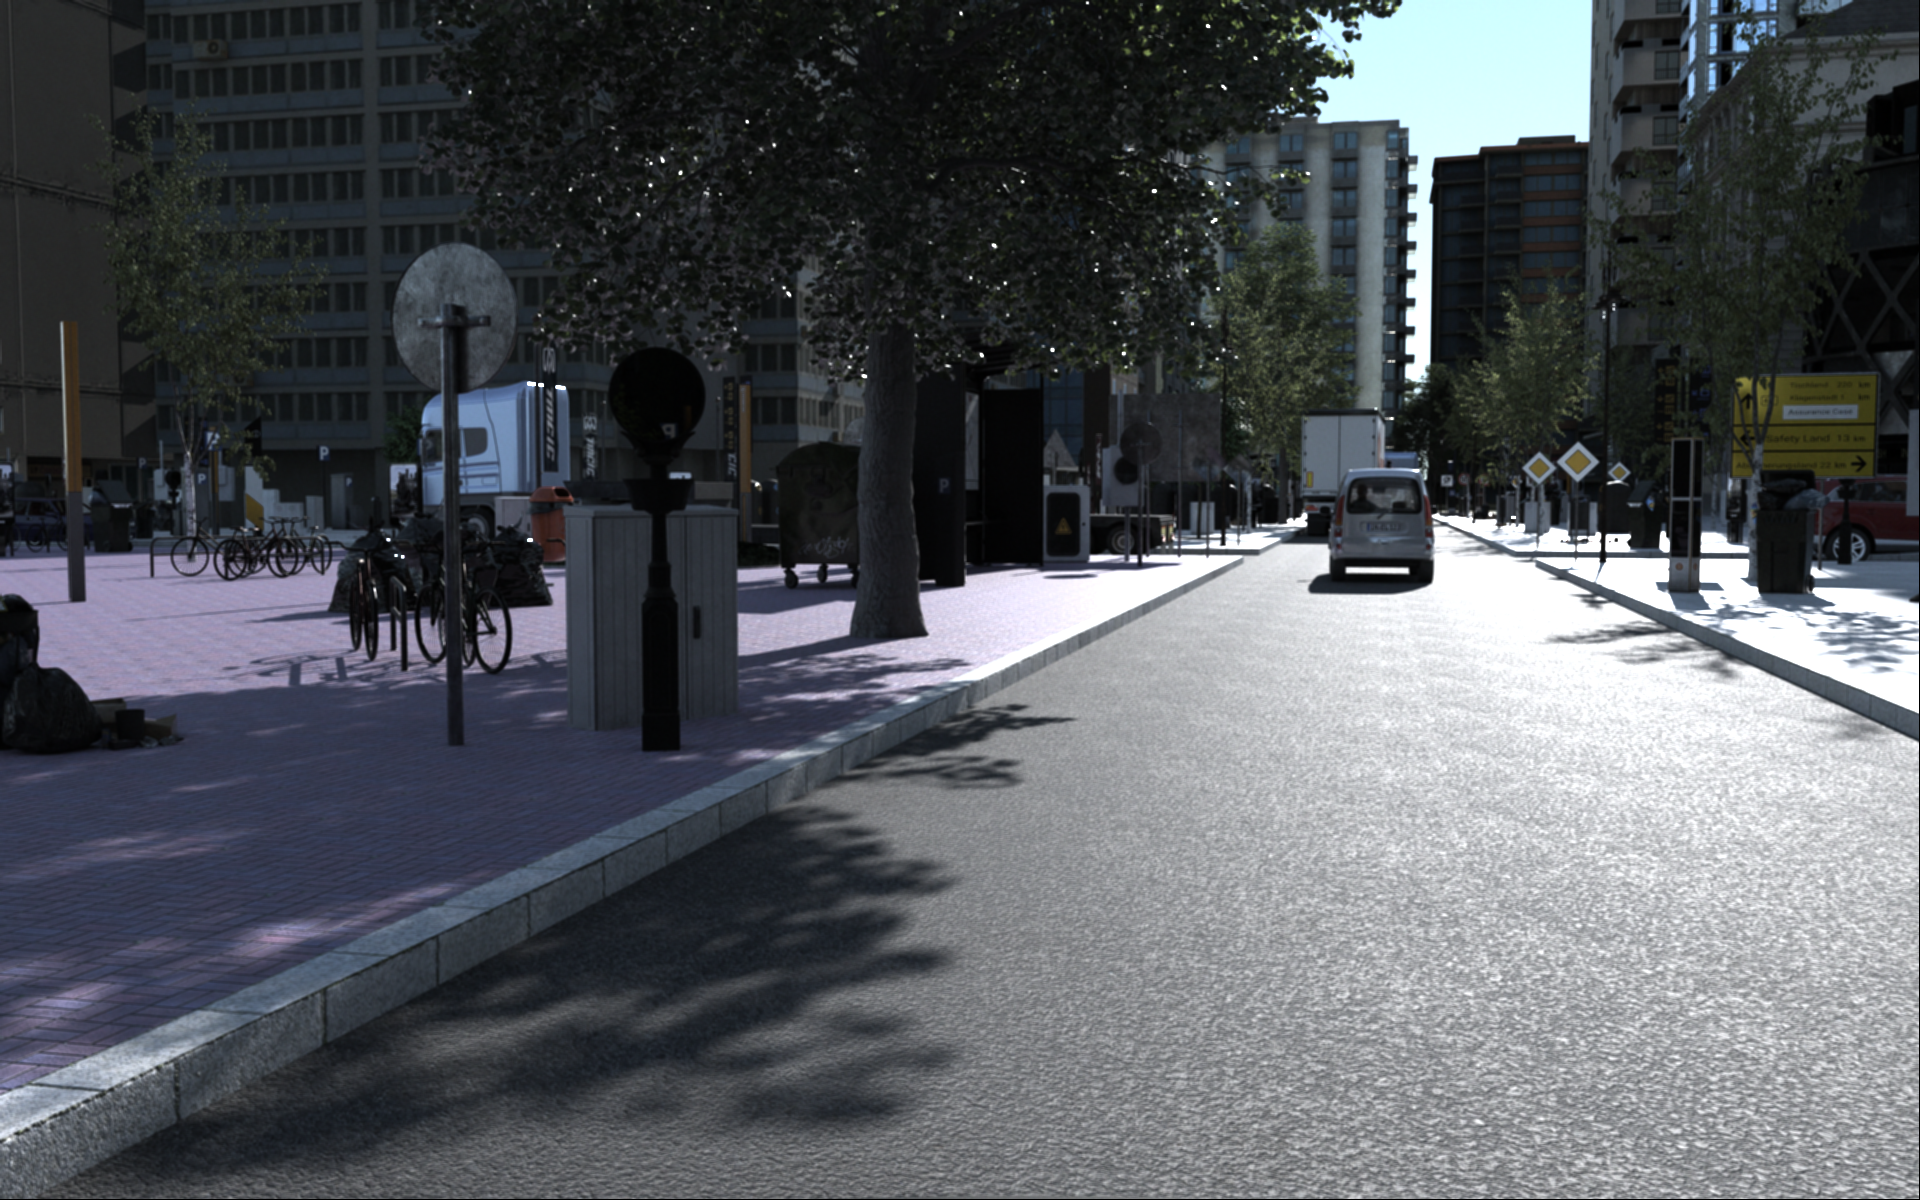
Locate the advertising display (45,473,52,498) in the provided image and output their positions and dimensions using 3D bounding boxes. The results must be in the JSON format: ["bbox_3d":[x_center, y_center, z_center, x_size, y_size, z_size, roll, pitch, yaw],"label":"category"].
[{"bbox_3d":[-28.007,-2.937,53.242,0.123,1.923,0.974,-2,4,-25],"label":"advertising display"}]

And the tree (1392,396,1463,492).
[{"bbox_3d":[45.762,-14.873,168.936,9.928,11.665,9.643,0,3,0],"label":"tree"}]

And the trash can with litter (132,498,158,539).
[{"bbox_3d":[-23.434,-2.315,49.238,1.055,1.170,0.624,-3,5,-42],"label":"trash can with litter"}]

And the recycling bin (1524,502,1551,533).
[{"bbox_3d":[19.218,-2.757,57.632,0.722,1.027,0.722,2,4,29],"label":"recycling bin"}]

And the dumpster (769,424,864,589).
[{"bbox_3d":[-1.676,-1.322,24.113,1.502,2.255,1.985,1,4,13],"label":"dumpster"}]

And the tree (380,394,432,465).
[{"bbox_3d":[-17.531,-4.486,57.060,4.285,4.588,4.351,0,3,0],"label":"tree"}]

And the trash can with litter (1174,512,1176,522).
[{"bbox_3d":[9.885,-4.213,79.943,2.233,1.210,1.678,-2,4,-33],"label":"trash can with litter"}]

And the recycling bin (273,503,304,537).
[{"bbox_3d":[-19.726,-2.345,50.899,0.722,1.027,0.722,-1,4,-9],"label":"recycling bin"}]

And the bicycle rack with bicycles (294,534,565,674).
[{"bbox_3d":[-3.582,-0.006,13.475,2.852,0.926,2.925,-1,4,-19],"label":"bicycle rack with bicycles"}]

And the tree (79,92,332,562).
[{"bbox_3d":[-14.280,-5.013,32.317,4.737,8.622,4.395,0,3,0],"label":"tree"}]

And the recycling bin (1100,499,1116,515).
[{"bbox_3d":[7.275,-4.422,84.857,0.722,1.027,0.722,1,4,15],"label":"recycling bin"}]

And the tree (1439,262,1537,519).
[{"bbox_3d":[17.842,-6.313,53.580,4.737,8.622,4.395,0,3,0],"label":"tree"}]

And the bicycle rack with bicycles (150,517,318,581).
[{"bbox_3d":[-11.096,-0.842,27.152,2.852,0.926,2.925,2,4,31],"label":"bicycle rack with bicycles"}]

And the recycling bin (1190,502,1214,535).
[{"bbox_3d":[7.717,-2.610,55.222,0.722,1.027,0.722,0,4,3],"label":"recycling bin"}]

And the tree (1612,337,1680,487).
[{"bbox_3d":[32.062,-8.057,82.087,4.360,8.622,3.978,0,3,0],"label":"tree"}]

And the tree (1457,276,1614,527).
[{"bbox_3d":[19.826,-6.683,59.627,4.360,8.622,3.978,0,3,0],"label":"tree"}]

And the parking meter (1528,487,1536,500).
[{"bbox_3d":[33.231,-5.804,100.614,0.399,1.863,0.255,0,4,6],"label":"parking meter"}]

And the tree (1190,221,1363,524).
[{"bbox_3d":[13.235,-9.467,72.917,7.486,12.596,7.792,0,3,0],"label":"tree"}]

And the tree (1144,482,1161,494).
[{"bbox_3d":[11.100,-6.437,99.846,1.663,3.219,1.824,0,3,0],"label":"tree"}]

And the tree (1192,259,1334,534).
[{"bbox_3d":[9.442,-6.393,54.894,4.360,8.622,3.978,0,3,0],"label":"tree"}]

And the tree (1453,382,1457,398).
[{"bbox_3d":[21.499,-7.135,67.016,4.360,8.622,3.978,0,3,0],"label":"tree"}]

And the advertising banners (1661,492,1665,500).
[{"bbox_3d":[36.785,-5.725,89.790,2.074,3.025,0.090,-3,4,-38],"label":"advertising banners"}]

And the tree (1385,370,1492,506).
[{"bbox_3d":[35.655,-11.937,129.583,8.767,10.594,7.601,-2,4,-23],"label":"tree"}]

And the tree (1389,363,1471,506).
[{"bbox_3d":[41.021,-14.142,149.354,7.486,12.596,7.792,0,3,0],"label":"tree"}]

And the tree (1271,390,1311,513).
[{"bbox_3d":[22.666,-10.067,114.953,4.737,8.622,4.395,0,3,0],"label":"tree"}]

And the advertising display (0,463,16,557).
[{"bbox_3d":[-19.643,-1.839,35.278,0.123,1.923,0.974,1,4,10],"label":"advertising display"}]

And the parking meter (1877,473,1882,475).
[{"bbox_3d":[25.005,-2.529,47.054,0.255,1.863,0.399,-3,5,-45],"label":"parking meter"}]

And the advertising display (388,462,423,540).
[{"bbox_3d":[-11.398,-1.860,35.630,0.974,1.923,0.123,3,4,36],"label":"advertising display"}]

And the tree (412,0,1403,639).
[{"bbox_3d":[-0.585,-6.651,15.396,9.857,13.997,8.962,0,3,0],"label":"tree"}]

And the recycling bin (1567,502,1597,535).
[{"bbox_3d":[19.392,-2.535,53.994,0.722,1.027,0.722,0,4,4],"label":"recycling bin"}]

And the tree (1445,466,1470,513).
[{"bbox_3d":[33.702,-7.514,117.449,1.663,3.219,1.824,0,3,0],"label":"tree"}]

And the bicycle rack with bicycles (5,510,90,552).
[{"bbox_3d":[-21.042,-1.551,38.737,2.852,0.926,2.925,0,4,1],"label":"bicycle rack with bicycles"}]

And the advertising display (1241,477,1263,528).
[{"bbox_3d":[11.070,-3.698,65.682,0.974,1.923,0.123,-2,4,-30],"label":"advertising display"}]

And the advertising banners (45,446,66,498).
[{"bbox_3d":[-33.083,-4.083,62.952,2.074,3.025,0.090,1,4,11],"label":"advertising banners"}]

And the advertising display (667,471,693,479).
[{"bbox_3d":[-7.798,-2.627,48.161,0.123,1.923,0.974,2,4,33],"label":"advertising display"}]

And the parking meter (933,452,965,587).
[{"bbox_3d":[-0.149,-1.122,24.057,0.399,1.863,0.255,3,5,40],"label":"parking meter"}]

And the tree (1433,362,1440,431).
[{"bbox_3d":[26.189,-8.467,88.801,4.737,8.622,4.395,0,3,0],"label":"tree"}]

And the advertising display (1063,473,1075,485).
[{"bbox_3d":[3.390,-2.974,53.845,0.123,1.923,0.974,1,4,20],"label":"advertising display"}]

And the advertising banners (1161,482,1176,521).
[{"bbox_3d":[10.196,-5.319,83.153,0.090,3.025,2.074,3,5,43],"label":"advertising banners"}]

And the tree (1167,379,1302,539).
[{"bbox_3d":[6.819,-4.025,49.520,4.285,4.588,4.351,0,3,0],"label":"tree"}]

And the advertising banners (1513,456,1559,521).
[{"bbox_3d":[26.770,-5.159,80.533,2.074,3.025,0.090,0,4,3],"label":"advertising banners"}]

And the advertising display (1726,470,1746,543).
[{"bbox_3d":[20.504,-2.482,45.788,0.123,1.923,0.974,0,4,3],"label":"advertising display"}]

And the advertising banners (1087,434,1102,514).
[{"bbox_3d":[3.743,-3.301,50.163,0.090,3.025,2.074,2,4,26],"label":"advertising banners"}]

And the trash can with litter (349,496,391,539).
[{"bbox_3d":[-17.184,-2.410,50.468,1.678,1.210,2.233,0,4,-5],"label":"trash can with litter"}]

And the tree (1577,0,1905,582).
[{"bbox_3d":[11.599,-4.591,25.432,4.737,8.622,4.395,0,3,0],"label":"tree"}]
